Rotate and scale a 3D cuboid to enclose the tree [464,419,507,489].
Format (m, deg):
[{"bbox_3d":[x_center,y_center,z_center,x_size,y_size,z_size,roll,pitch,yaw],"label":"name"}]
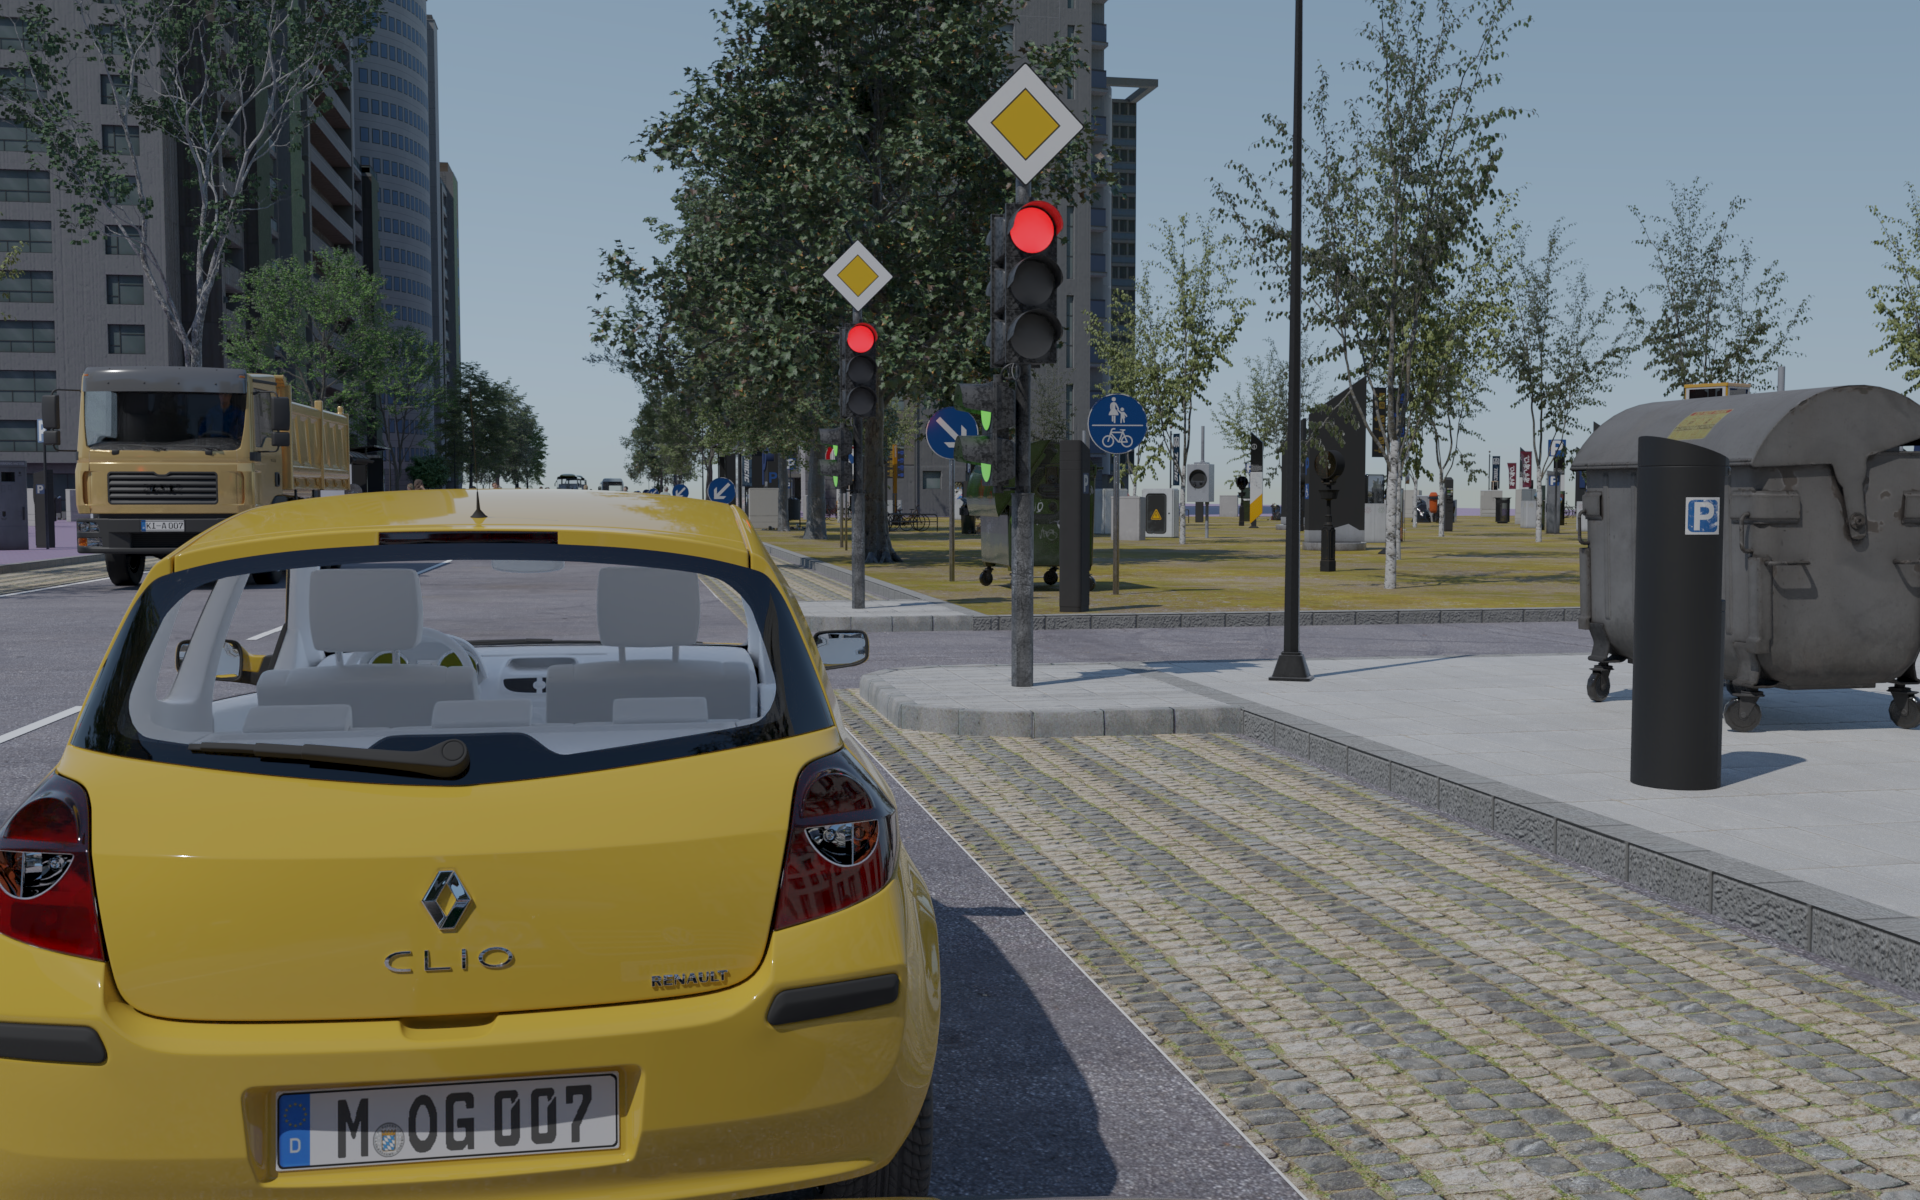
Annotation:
[{"bbox_3d":[-43.161,-12.637,156.974,4.360,8.622,3.978,0,3,0],"label":"tree"}]

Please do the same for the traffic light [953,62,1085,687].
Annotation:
[{"bbox_3d":[0.397,-1.378,11.456,0.839,4.253,0.868,-1,4,-11],"label":"traffic light"}]

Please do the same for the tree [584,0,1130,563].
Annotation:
[{"bbox_3d":[-1.626,-7.050,32.273,9.611,12.733,9.660,0,3,0],"label":"tree"}]

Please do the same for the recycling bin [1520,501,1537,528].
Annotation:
[{"bbox_3d":[21.478,-3.204,64.943,0.722,1.027,0.722,0,4,0],"label":"recycling bin"}]

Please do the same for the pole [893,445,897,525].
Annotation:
[{"bbox_3d":[-2.689,-4.752,71.535,0.158,3.312,0.155,0,3,0],"label":"pole"}]

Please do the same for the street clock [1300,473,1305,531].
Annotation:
[{"bbox_3d":[11.712,-3.362,59.536,0.358,2.002,0.471,-1,4,-12],"label":"street clock"}]

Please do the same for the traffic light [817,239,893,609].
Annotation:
[{"bbox_3d":[-1.157,-1.857,19.289,0.839,4.253,0.868,-1,4,-11],"label":"traffic light"}]

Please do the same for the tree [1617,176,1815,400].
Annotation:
[{"bbox_3d":[17.240,-5.487,40.070,4.360,8.622,3.978,0,3,0],"label":"tree"}]

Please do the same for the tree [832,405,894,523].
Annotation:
[{"bbox_3d":[-5.183,-7.753,77.126,4.360,8.622,3.978,0,3,0],"label":"tree"}]

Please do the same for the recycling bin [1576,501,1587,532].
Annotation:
[{"bbox_3d":[21.660,-2.867,59.431,0.722,1.027,0.722,-3,4,-38],"label":"recycling bin"}]

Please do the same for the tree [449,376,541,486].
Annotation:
[{"bbox_3d":[-49.988,-17.115,186.491,9.857,13.997,8.962,0,3,0],"label":"tree"}]

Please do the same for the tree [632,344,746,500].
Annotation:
[{"bbox_3d":[-14.620,-10.088,99.347,8.767,10.594,7.601,0,4,-6],"label":"tree"}]

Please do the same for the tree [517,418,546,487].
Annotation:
[{"bbox_3d":[-58.519,-18.463,227.623,9.928,11.665,9.643,0,3,0],"label":"tree"}]

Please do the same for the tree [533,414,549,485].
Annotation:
[{"bbox_3d":[-59.659,-19.531,237.461,7.486,12.596,7.792,0,3,0],"label":"tree"}]

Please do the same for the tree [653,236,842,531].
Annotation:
[{"bbox_3d":[-6.408,-8.613,58.957,7.486,12.596,7.792,0,3,0],"label":"tree"}]

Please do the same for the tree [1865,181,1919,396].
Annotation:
[{"bbox_3d":[22.978,-5.500,40.295,4.737,8.622,4.395,0,3,0],"label":"tree"}]

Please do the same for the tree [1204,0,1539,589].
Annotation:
[{"bbox_3d":[5.741,-4.471,23.470,4.360,8.622,3.978,0,3,0],"label":"tree"}]

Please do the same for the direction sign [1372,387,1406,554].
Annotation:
[{"bbox_3d":[9.131,-2.749,36.937,0.876,3.537,0.379,-2,4,-26],"label":"direction sign"}]

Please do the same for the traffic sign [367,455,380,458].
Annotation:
[{"bbox_3d":[-31.278,-5.875,89.936,2.265,3.308,0.079,0,4,-8],"label":"traffic sign"}]

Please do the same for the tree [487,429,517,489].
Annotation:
[{"bbox_3d":[-32.790,-10.702,100.741,9.928,11.665,9.643,0,3,0],"label":"tree"}]

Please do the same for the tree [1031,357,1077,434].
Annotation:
[{"bbox_3d":[4.468,-8.744,93.334,4.360,8.622,3.978,0,3,0],"label":"tree"}]

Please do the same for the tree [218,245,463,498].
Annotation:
[{"bbox_3d":[-26.683,-8.913,71.483,9.928,11.665,9.643,0,3,0],"label":"tree"}]

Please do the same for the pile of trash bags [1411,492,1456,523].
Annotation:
[{"bbox_3d":[21.146,-4.134,77.351,1.912,1.369,3.447,1,4,14],"label":"pile of trash bags"}]

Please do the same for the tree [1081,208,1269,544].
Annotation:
[{"bbox_3d":[5.531,-5.750,44.383,4.737,8.622,4.395,0,3,0],"label":"tree"}]

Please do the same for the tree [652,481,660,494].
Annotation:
[{"bbox_3d":[-39.283,-14.099,225.113,1.663,3.219,1.824,0,3,0],"label":"tree"}]

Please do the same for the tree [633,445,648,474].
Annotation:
[{"bbox_3d":[-41.296,-19.046,237.155,9.928,11.665,9.643,0,3,0],"label":"tree"}]

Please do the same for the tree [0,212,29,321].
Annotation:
[{"bbox_3d":[-18.571,-4.845,29.578,4.737,8.622,4.395,0,3,0],"label":"tree"}]

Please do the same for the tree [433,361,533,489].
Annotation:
[{"bbox_3d":[-41.416,-14.046,147.771,7.486,12.596,7.792,0,3,0],"label":"tree"}]

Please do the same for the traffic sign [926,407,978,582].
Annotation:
[{"bbox_3d":[-0.116,-1.544,25.355,0.768,2.556,0.104,0,4,-2],"label":"traffic sign"}]

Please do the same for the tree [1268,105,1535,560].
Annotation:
[{"bbox_3d":[8.779,-5.090,33.582,4.737,8.622,4.395,0,3,0],"label":"tree"}]

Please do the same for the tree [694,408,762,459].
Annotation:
[{"bbox_3d":[-12.082,-8.576,90.572,4.737,8.622,4.395,0,3,0],"label":"tree"}]

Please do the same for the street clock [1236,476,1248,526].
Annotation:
[{"bbox_3d":[11.299,-3.968,69.449,0.471,2.002,0.358,0,4,-4],"label":"street clock"}]

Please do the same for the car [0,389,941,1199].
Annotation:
[{"bbox_3d":[-1.167,0.342,4.634,2.015,1.641,3.980,-1,4,-11],"label":"car"}]

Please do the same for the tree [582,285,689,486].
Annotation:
[{"bbox_3d":[-26.465,-18.141,152.494,12.611,20.169,13.585,0,3,0],"label":"tree"}]

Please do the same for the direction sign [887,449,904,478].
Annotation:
[{"bbox_3d":[-3.222,-5.767,86.294,0.876,3.537,0.379,0,4,5],"label":"direction sign"}]

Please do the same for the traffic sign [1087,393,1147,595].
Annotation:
[{"bbox_3d":[1.989,-1.340,22.009,0.768,2.556,0.104,0,4,-4],"label":"traffic sign"}]

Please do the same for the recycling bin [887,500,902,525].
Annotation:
[{"bbox_3d":[-2.825,-3.680,72.719,0.722,1.027,0.722,0,4,-5],"label":"recycling bin"}]

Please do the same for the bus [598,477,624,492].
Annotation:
[{"bbox_3d":[-41.779,-13.008,207.540,2.948,3.499,13.247,-1,4,-13],"label":"bus"}]

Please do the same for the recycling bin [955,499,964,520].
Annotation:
[{"bbox_3d":[0.158,-4.507,86.246,0.722,1.027,0.722,-3,5,-39],"label":"recycling bin"}]

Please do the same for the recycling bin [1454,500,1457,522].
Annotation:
[{"bbox_3d":[22.710,-4.164,80.636,0.722,1.027,0.722,2,4,26],"label":"recycling bin"}]

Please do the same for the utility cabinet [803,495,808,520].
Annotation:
[{"bbox_3d":[-7.456,-4.677,87.627,1.020,1.237,0.306,-3,5,-44],"label":"utility cabinet"}]

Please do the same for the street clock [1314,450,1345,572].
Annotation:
[{"bbox_3d":[6.085,-1.469,28.586,0.358,2.002,0.471,-3,5,-40],"label":"street clock"}]

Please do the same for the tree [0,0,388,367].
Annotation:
[{"bbox_3d":[-23.912,-11.931,50.954,12.611,20.169,13.585,0,3,0],"label":"tree"}]

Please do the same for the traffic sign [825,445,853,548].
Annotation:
[{"bbox_3d":[-2.835,-2.531,41.485,0.768,2.556,0.104,0,4,-5],"label":"traffic sign"}]

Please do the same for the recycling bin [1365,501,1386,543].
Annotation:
[{"bbox_3d":[10.918,-2.032,45.784,0.722,1.027,0.722,0,4,5],"label":"recycling bin"}]

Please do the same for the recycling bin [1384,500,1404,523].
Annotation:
[{"bbox_3d":[19.097,-3.903,76.374,0.722,1.027,0.722,-1,4,-21],"label":"recycling bin"}]

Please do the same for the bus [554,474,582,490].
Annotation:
[{"bbox_3d":[-47.854,-13.489,212.097,2.896,3.916,12.252,-1,4,-10],"label":"bus"}]

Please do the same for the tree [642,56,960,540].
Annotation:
[{"bbox_3d":[-4.109,-8.694,48.797,9.857,13.997,8.962,0,3,0],"label":"tree"}]

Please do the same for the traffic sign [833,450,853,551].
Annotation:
[{"bbox_3d":[-2.582,-2.271,39.258,0.606,2.300,0.079,0,4,-7],"label":"traffic sign"}]

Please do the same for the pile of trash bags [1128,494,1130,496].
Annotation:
[{"bbox_3d":[8.517,-4.539,83.959,3.447,1.369,1.912,0,4,4],"label":"pile of trash bags"}]

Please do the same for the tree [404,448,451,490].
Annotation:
[{"bbox_3d":[-37.478,-8.465,122.116,4.285,4.588,4.351,0,3,0],"label":"tree"}]

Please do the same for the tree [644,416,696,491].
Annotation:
[{"bbox_3d":[-22.150,-11.339,135.761,4.360,8.622,3.978,0,3,0],"label":"tree"}]

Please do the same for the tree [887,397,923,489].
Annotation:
[{"bbox_3d":[-4.140,-8.734,93.169,4.737,8.622,4.395,0,3,0],"label":"tree"}]

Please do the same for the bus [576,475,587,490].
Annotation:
[{"bbox_3d":[-50.754,-14.534,229.169,2.896,3.916,12.252,-1,4,-11],"label":"bus"}]

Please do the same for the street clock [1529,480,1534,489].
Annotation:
[{"bbox_3d":[29.093,-5.121,88.291,0.358,2.002,0.471,1,4,14],"label":"street clock"}]
